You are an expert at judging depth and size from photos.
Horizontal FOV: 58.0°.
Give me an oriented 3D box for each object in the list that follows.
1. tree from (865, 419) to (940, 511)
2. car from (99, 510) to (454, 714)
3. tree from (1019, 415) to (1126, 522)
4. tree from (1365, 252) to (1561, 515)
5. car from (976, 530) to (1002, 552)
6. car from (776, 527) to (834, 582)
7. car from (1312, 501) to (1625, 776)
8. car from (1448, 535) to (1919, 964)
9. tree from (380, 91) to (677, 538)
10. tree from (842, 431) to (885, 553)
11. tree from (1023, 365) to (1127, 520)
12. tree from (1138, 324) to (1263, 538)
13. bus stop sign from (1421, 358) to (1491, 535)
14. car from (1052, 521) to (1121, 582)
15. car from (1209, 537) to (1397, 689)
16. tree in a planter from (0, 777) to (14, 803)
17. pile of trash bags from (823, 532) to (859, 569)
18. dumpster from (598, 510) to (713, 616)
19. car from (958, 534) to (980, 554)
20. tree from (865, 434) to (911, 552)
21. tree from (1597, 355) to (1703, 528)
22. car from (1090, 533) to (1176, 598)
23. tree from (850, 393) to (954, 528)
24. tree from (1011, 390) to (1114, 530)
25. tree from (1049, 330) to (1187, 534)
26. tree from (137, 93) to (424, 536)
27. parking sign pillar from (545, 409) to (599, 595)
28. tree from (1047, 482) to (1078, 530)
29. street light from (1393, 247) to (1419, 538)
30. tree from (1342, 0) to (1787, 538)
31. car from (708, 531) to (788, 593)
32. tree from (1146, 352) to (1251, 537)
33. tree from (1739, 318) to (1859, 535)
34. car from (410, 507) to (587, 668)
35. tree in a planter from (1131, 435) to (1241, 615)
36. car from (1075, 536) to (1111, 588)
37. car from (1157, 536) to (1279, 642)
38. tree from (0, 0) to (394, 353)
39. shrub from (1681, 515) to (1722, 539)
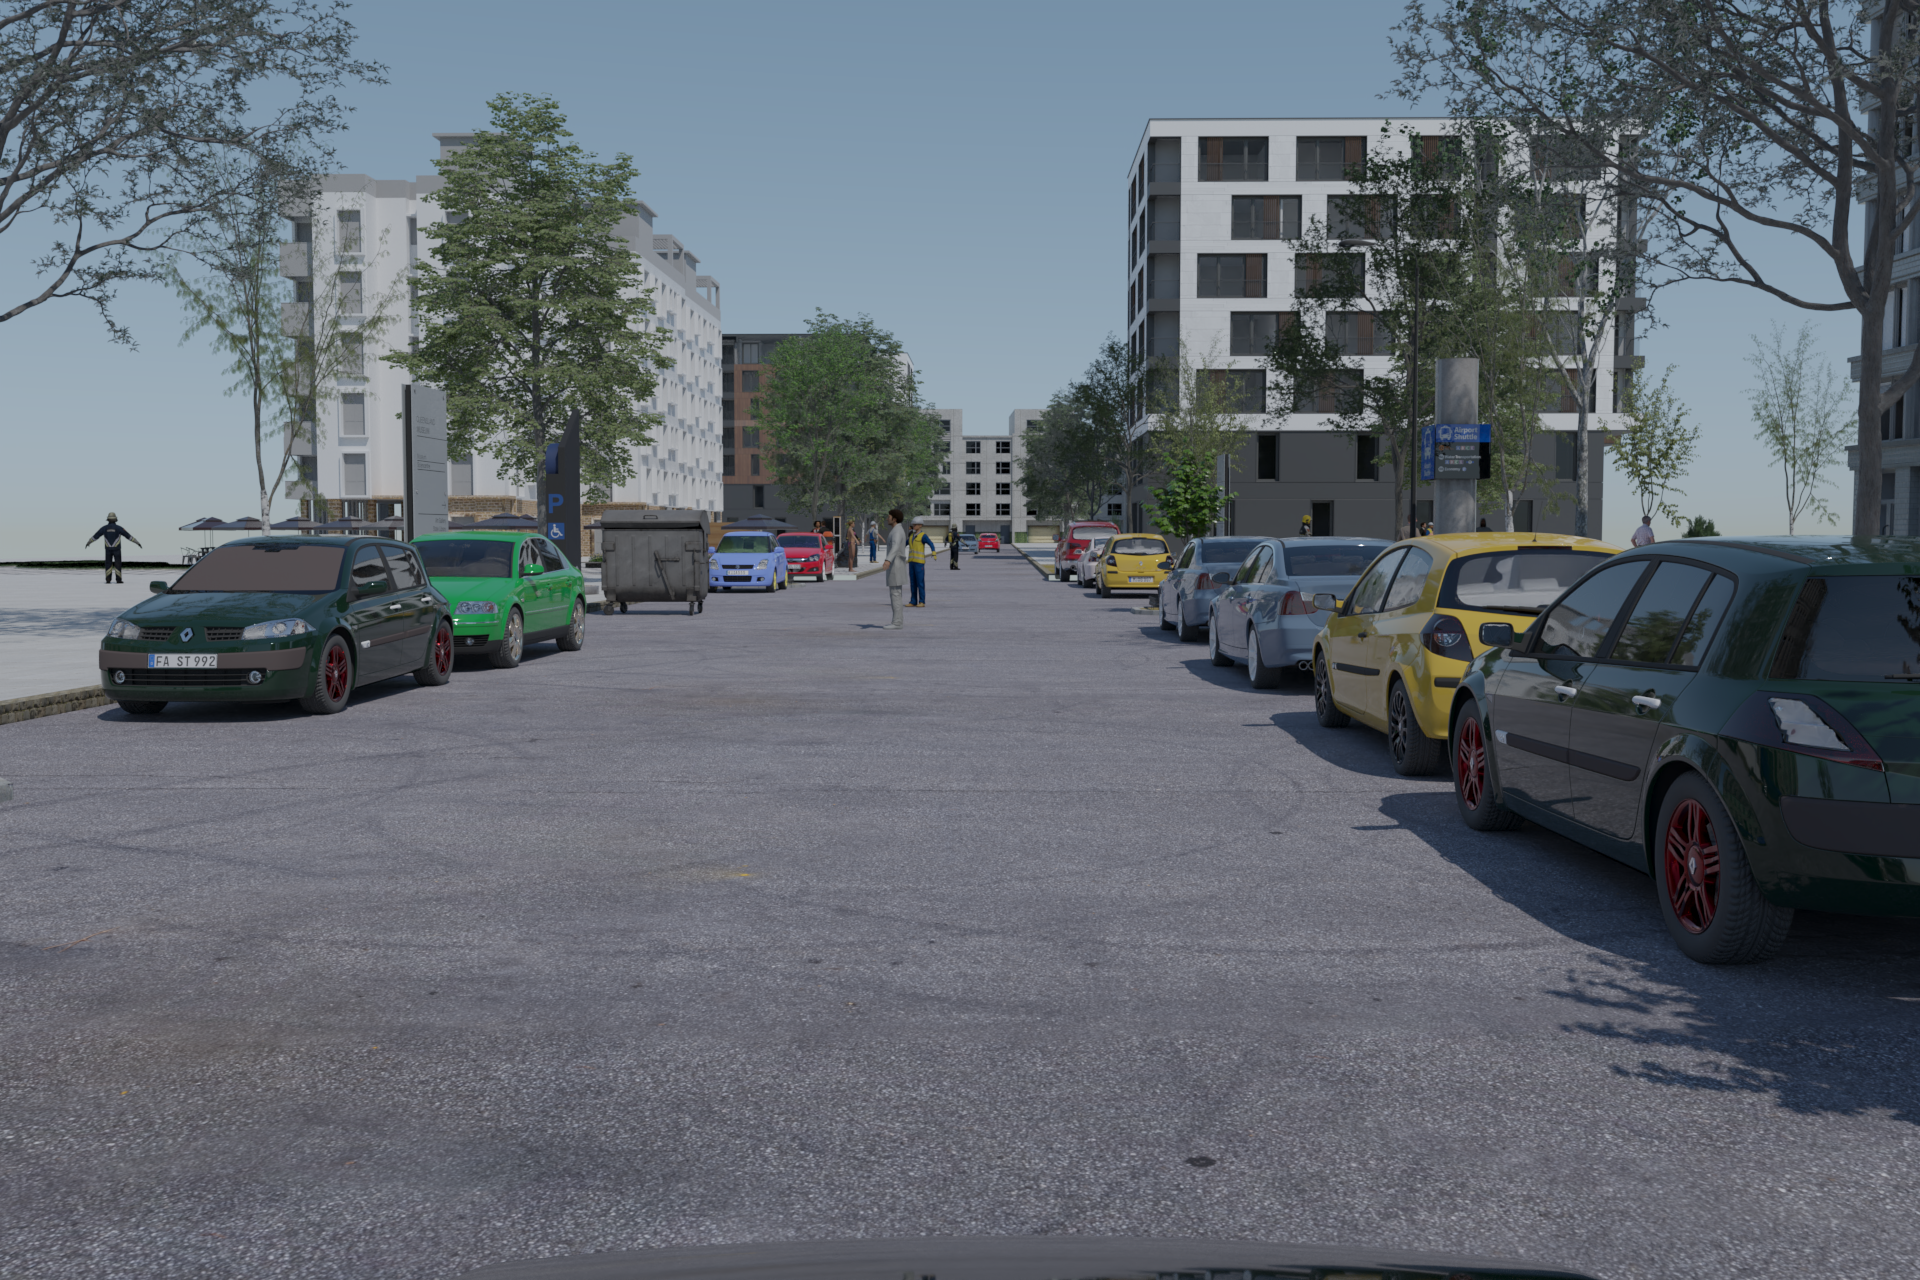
[{"bbox_3d":[-5.499,-13.420,145.179,9.928,11.665,9.643,0,3,0],"label":"tree"},{"bbox_3d":[-5.768,-0.321,15.027,2.009,1.686,4.222,0,4,2],"label":"car"},{"bbox_3d":[8.950,-12.277,135.144,8.767,10.594,7.601,0,4,-4],"label":"tree"},{"bbox_3d":[20.245,-9.274,69.757,7.486,12.596,7.792,0,3,0],"label":"tree"},{"bbox_3d":[2.231,-7.786,136.341,2.155,1.783,4.494,0,4,1],"label":"car"},{"bbox_3d":[-4.877,-2.672,52.730,2.155,1.783,4.494,0,4,2],"label":"car"},{"bbox_3d":[3.481,-0.088,11.661,2.015,1.641,3.980,0,4,2],"label":"car"},{"bbox_3d":[3.301,0.161,7.151,2.009,1.686,4.222,0,4,1],"label":"car"},{"bbox_3d":[-11.316,-7.790,45.492,7.486,12.596,7.792,0,3,0],"label":"tree"},{"bbox_3d":[-6.405,-10.066,114.939,4.737,8.622,4.395,0,3,0],"label":"tree"},{"bbox_3d":[9.595,-13.082,124.260,12.009,13.543,11.850,0,3,0],"label":"tree"},{"bbox_3d":[8.067,-6.805,61.617,4.360,8.622,3.978,0,3,0],"label":"tree"},{"bbox_3d":[7.497,-2.276,26.232,0.837,3.901,0.837,0,4,1],"label":"bus stop sign"},{"bbox_3d":[4.014,-2.738,53.440,2.281,1.827,5.304,0,4,0],"label":"car"},{"bbox_3d":[3.583,-0.324,17.293,2.014,1.417,4.499,0,4,1],"label":"car"},{"bbox_3d":[-6.114,-0.708,8.795,1.991,3.239,1.994,0,4,1],"label":"tree in a planter"},{"bbox_3d":[-4.837,-3.432,65.863,1.912,1.369,3.447,0,4,2],"label":"pile of trash bags"},{"bbox_3d":[-5.414,-1.384,30.840,1.865,1.857,1.264,0,4,1],"label":"dumpster"},{"bbox_3d":[0.434,-6.829,123.653,2.014,1.417,4.499,0,4,2],"label":"car"},{"bbox_3d":[-5.621,-10.477,121.667,4.737,8.622,4.395,0,3,0],"label":"tree"},{"bbox_3d":[28.056,-7.350,70.542,4.737,8.622,4.395,0,3,0],"label":"tree"},{"bbox_3d":[4.032,-1.817,39.937,2.015,1.641,3.980,0,4,2],"label":"car"},{"bbox_3d":[-5.487,-15.310,156.976,9.857,13.997,8.962,0,3,0],"label":"tree"},{"bbox_3d":[9.126,-14.866,149.717,9.857,13.997,8.962,0,3,0],"label":"tree"},{"bbox_3d":[7.615,-8.896,79.861,7.601,10.594,8.767,0,4,-5],"label":"tree"},{"bbox_3d":[-12.070,-4.833,29.383,4.360,8.622,3.978,0,3,0],"label":"tree"},{"bbox_3d":[-8.428,-2.957,36.816,1.447,3.967,1.447,0,4,1],"label":"parking sign pillar"},{"bbox_3d":[9.611,-12.740,158.655,4.360,8.622,3.978,0,3,0],"label":"tree"},{"bbox_3d":[7.736,-3.355,27.392,1.470,5.913,1.316,0,4,1],"label":"street light"},{"bbox_3d":[19.094,-12.297,56.944,12.611,20.169,13.585,0,3,0],"label":"tree"},{"bbox_3d":[-5.319,-2.067,43.387,1.945,1.707,3.694,0,4,1],"label":"car"},{"bbox_3d":[9.792,-7.280,69.391,4.737,8.622,4.395,0,3,0],"label":"tree"},{"bbox_3d":[28.429,-6.665,59.336,4.360,8.622,3.978,0,3,0],"label":"tree"},{"bbox_3d":[-5.580,-0.678,19.886,1.959,1.807,4.718,0,4,1],"label":"car"},{"bbox_3d":[4.116,-2.082,31.263,1.991,3.239,1.994,0,4,1],"label":"tree in a planter"},{"bbox_3d":[4.203,-2.136,47.291,2.083,1.381,4.827,0,4,1],"label":"car"},{"bbox_3d":[3.818,-0.753,24.311,2.014,1.417,4.499,0,4,1],"label":"car"},{"bbox_3d":[-11.521,-6.652,19.138,12.009,13.543,11.850,0,3,0],"label":"tree"},{"bbox_3d":[27.249,-3.628,63.743,1.690,2.028,1.600,0,3,0],"label":"shrub"}]
